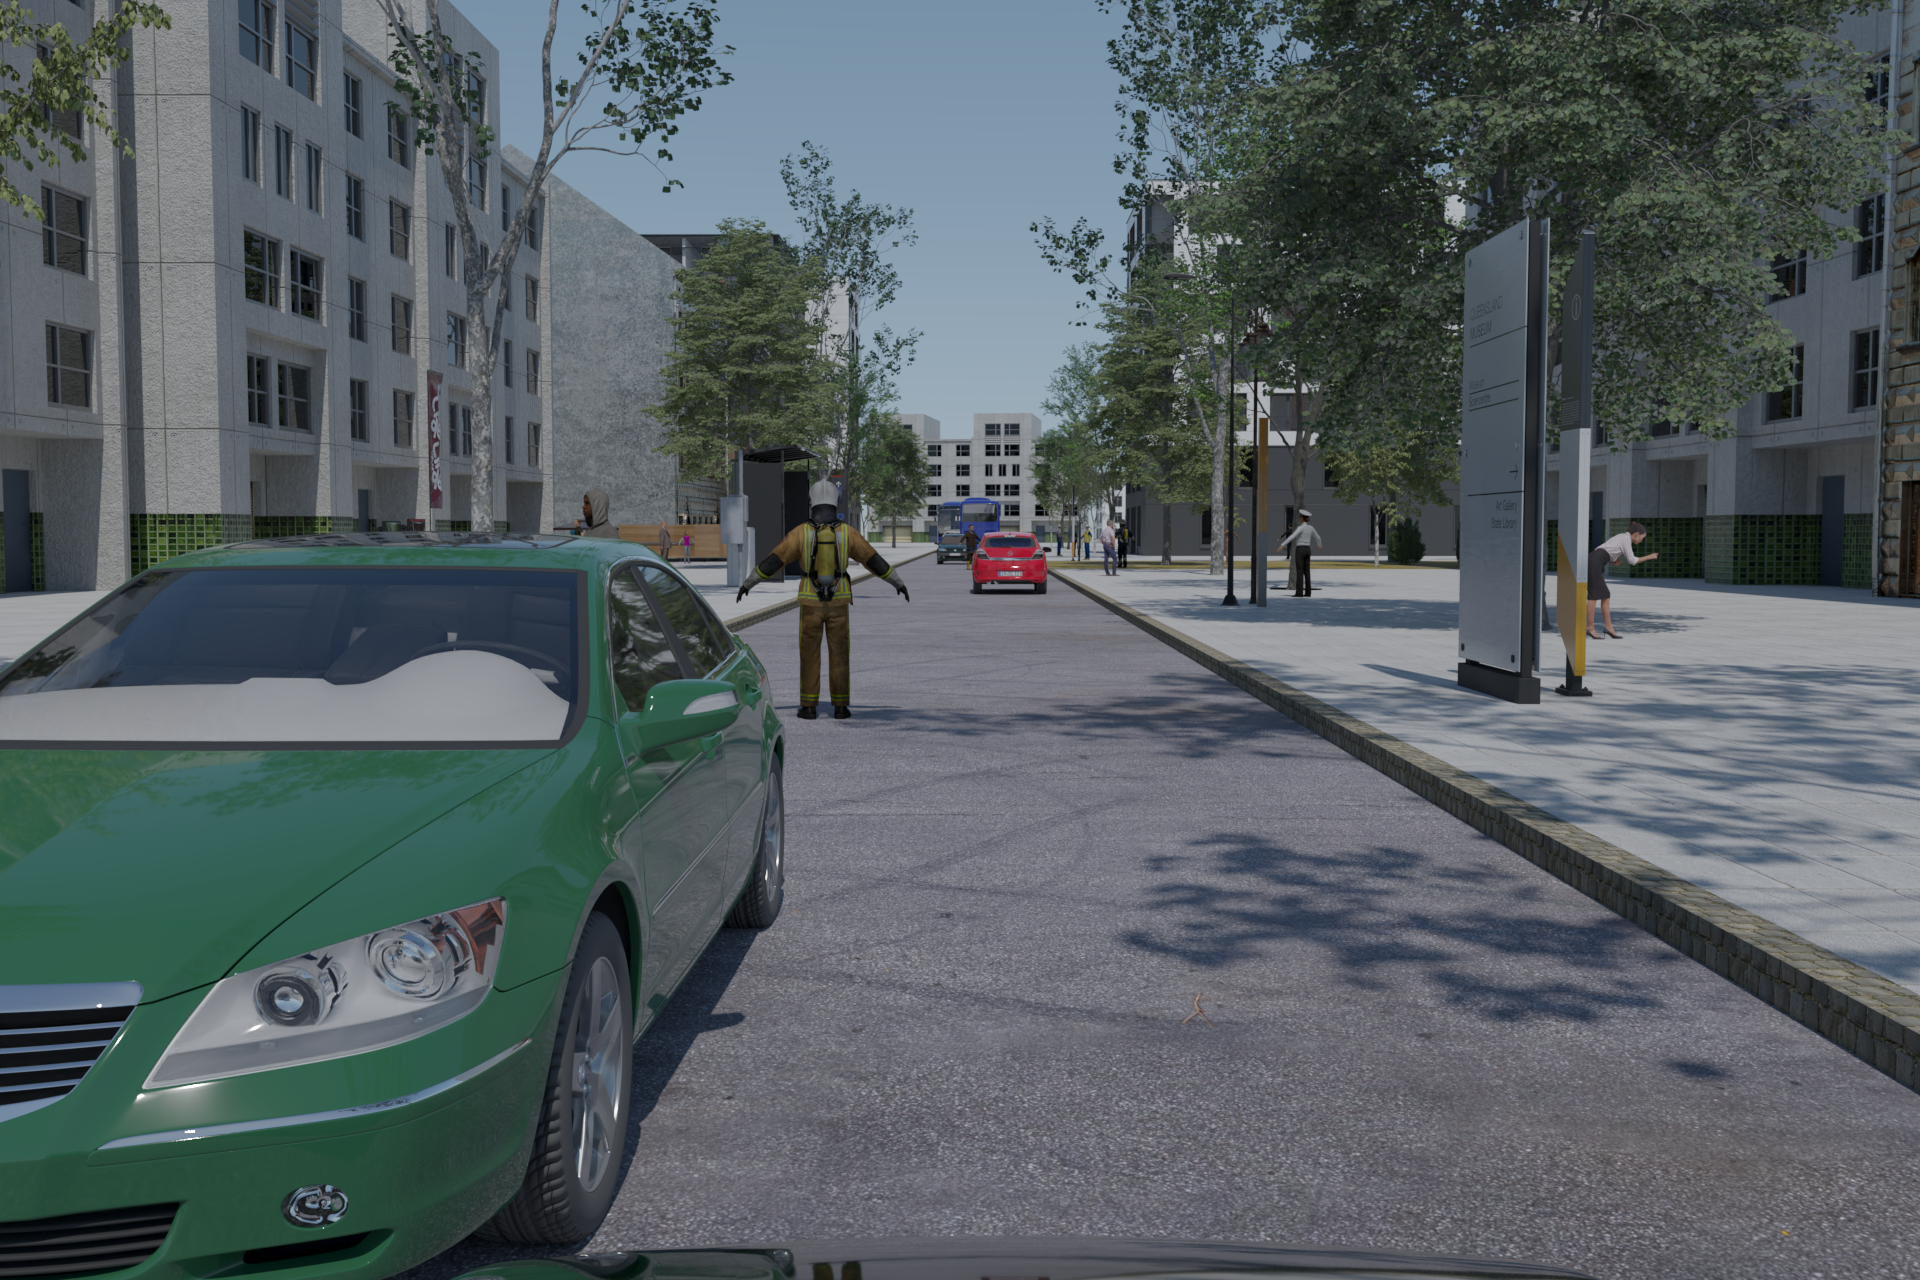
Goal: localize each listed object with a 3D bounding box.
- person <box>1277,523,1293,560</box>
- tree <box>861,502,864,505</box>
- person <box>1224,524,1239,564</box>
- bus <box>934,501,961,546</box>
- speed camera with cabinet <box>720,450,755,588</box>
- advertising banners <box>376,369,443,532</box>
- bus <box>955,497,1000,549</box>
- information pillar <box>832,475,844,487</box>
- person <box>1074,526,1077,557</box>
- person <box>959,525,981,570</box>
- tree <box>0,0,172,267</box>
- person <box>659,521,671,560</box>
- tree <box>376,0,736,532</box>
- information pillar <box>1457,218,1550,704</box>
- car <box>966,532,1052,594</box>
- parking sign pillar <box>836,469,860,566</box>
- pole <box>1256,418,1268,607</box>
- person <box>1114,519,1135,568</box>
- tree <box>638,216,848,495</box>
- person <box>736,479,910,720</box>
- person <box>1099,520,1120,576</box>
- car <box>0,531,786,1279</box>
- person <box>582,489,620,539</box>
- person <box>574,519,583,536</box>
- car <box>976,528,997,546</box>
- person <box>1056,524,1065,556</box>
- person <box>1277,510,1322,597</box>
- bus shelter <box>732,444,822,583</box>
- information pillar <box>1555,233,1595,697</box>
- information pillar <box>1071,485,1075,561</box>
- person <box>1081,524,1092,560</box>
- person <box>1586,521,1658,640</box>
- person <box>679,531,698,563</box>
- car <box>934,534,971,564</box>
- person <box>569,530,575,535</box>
[{"bbox_3d":[16.667,-4.985,87.443,1.347,1.837,0.705,-1,4,-17],"label":"person"},{"bbox_3d":[-16.171,-18.765,257.163,4.737,8.622,4.395,0,3,0],"label":"tree"},{"bbox_3d":[11.337,-4.067,73.298,1.217,1.733,0.721,-2,4,-27],"label":"person"},{"bbox_3d":[-0.362,-8.677,133.419,2.896,3.916,12.251,0,4,1],"label":"bus"},{"bbox_3d":[-5.363,-2.899,41.741,0.660,3.252,2.038,0,4,1],"label":"speed camera with cabinet"},{"bbox_3d":[-5.645,-1.330,17.934,0.090,3.025,2.074,0,4,1],"label":"advertising banners"},{"bbox_3d":[1.188,-7.603,115.863,2.896,3.916,12.251,0,4,-1],"label":"bus"},{"bbox_3d":[-5.323,-5.330,76.528,0.750,3.857,0.750,0,4,1],"label":"information pillar"},{"bbox_3d":[6.511,-5.548,97.425,0.721,1.740,1.216,1,4,8],"label":"person"},{"bbox_3d":[0.460,-3.707,69.200,1.346,1.812,0.704,-2,4,-35],"label":"person"},{"bbox_3d":[-8.481,-3.888,13.930,4.737,8.622,4.395,0,3,0],"label":"tree"},{"bbox_3d":[-10.686,-3.442,62.876,0.434,1.755,0.990,1,4,10],"label":"person"},{"bbox_3d":[-7.143,-10.573,28.751,12.611,20.169,13.585,0,3,0],"label":"tree"},{"bbox_3d":[4.296,-1.373,13.760,0.184,3.620,1.656,0,4,0],"label":"information pillar"},{"bbox_3d":[1.209,-2.061,42.739,2.155,1.783,4.494,0,4,1],"label":"car"},{"bbox_3d":[-4.844,-5.044,70.947,1.447,3.967,1.447,0,4,1],"label":"parking sign pillar"},{"bbox_3d":[5.314,-2.238,30.426,0.158,3.312,0.155,0,3,0],"label":"pole"},{"bbox_3d":[6.152,-3.671,65.800,1.354,1.856,0.705,-2,4,-31],"label":"person"},{"bbox_3d":[-7.758,-8.856,62.919,7.486,12.596,7.792,0,3,0],"label":"tree"},{"bbox_3d":[-1.055,-0.320,13.452,1.354,1.858,0.705,-1,4,-8],"label":"person"},{"bbox_3d":[4.594,-2.811,52.941,0.436,1.711,0.756,-1,4,-23],"label":"person"},{"bbox_3d":[-1.608,0.414,5.028,2.131,1.459,4.920,0,4,1],"label":"car"},{"bbox_3d":[-3.129,-0.383,14.845,0.705,1.813,1.348,-2,4,-35],"label":"person"},{"bbox_3d":[-13.412,-3.330,60.669,0.705,1.803,1.348,-2,4,-33],"label":"person"},{"bbox_3d":[1.577,-4.036,75.575,1.945,1.707,3.694,0,4,0],"label":"car"},{"bbox_3d":[5.817,-5.818,100.979,0.705,1.847,1.347,-1,4,-17],"label":"person"},{"bbox_3d":[6.931,-1.759,35.219,1.216,1.778,0.721,-2,4,-34],"label":"person"},{"bbox_3d":[-5.043,-3.498,48.483,1.731,3.624,6.357,0,4,2],"label":"bus shelter"},{"bbox_3d":[4.897,-1.372,13.790,0.183,3.616,0.504,0,4,1],"label":"information pillar"},{"bbox_3d":[5.399,-5.584,82.654,0.183,3.616,0.504,0,4,-1],"label":"information pillar"},{"bbox_3d":[6.198,-4.829,85.410,0.721,1.772,1.216,-2,4,-24],"label":"person"},{"bbox_3d":[7.982,-0.725,21.083,0.799,1.438,0.628,-2,4,-31],"label":"person"},{"bbox_3d":[-11.915,-4.068,75.782,0.991,1.433,0.599,-3,5,-44],"label":"person"},{"bbox_3d":[-0.214,-4.479,83.020,2.009,1.686,4.222,0,4,1],"label":"car"},{"bbox_3d":[-20.506,-5.218,91.445,0.704,1.817,1.347,1,4,11],"label":"person"}]
